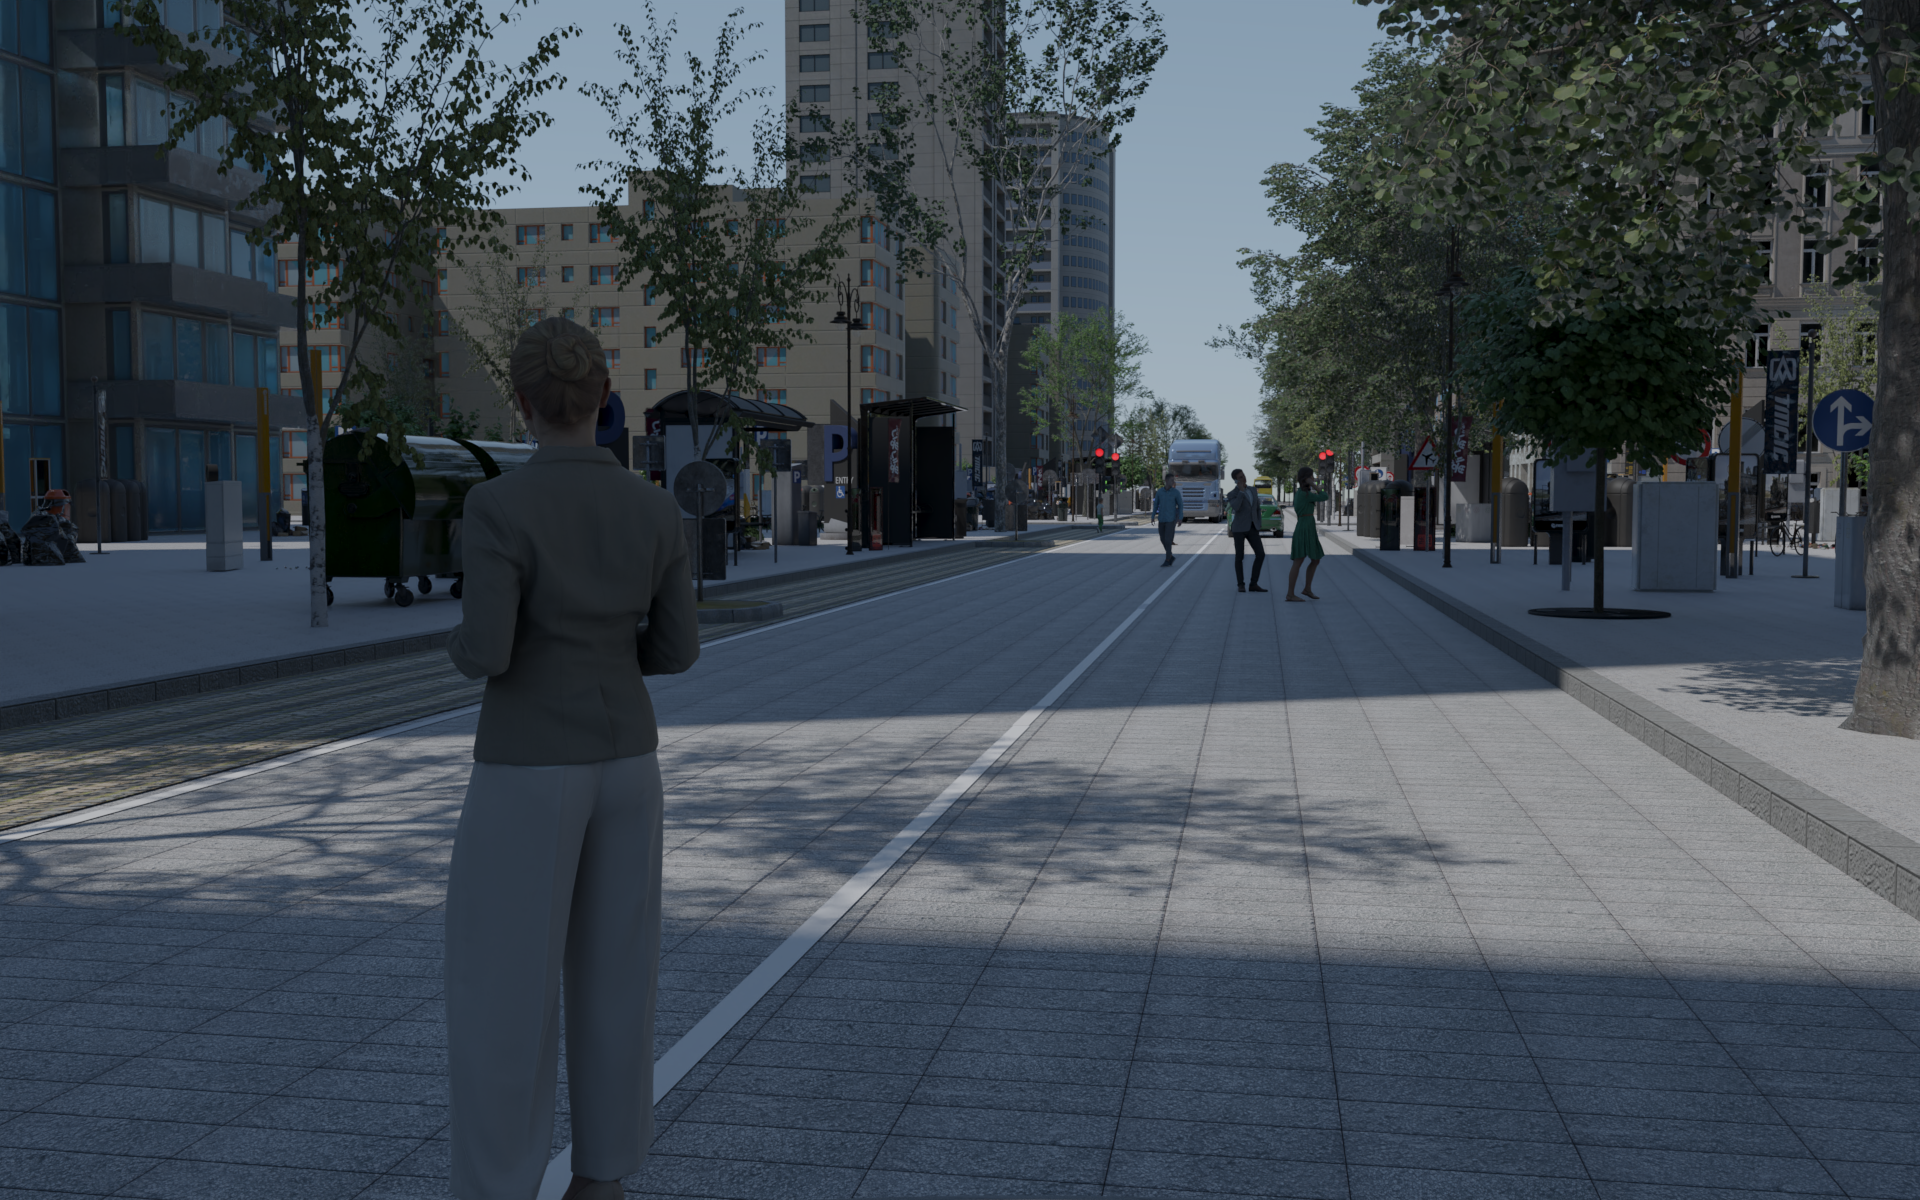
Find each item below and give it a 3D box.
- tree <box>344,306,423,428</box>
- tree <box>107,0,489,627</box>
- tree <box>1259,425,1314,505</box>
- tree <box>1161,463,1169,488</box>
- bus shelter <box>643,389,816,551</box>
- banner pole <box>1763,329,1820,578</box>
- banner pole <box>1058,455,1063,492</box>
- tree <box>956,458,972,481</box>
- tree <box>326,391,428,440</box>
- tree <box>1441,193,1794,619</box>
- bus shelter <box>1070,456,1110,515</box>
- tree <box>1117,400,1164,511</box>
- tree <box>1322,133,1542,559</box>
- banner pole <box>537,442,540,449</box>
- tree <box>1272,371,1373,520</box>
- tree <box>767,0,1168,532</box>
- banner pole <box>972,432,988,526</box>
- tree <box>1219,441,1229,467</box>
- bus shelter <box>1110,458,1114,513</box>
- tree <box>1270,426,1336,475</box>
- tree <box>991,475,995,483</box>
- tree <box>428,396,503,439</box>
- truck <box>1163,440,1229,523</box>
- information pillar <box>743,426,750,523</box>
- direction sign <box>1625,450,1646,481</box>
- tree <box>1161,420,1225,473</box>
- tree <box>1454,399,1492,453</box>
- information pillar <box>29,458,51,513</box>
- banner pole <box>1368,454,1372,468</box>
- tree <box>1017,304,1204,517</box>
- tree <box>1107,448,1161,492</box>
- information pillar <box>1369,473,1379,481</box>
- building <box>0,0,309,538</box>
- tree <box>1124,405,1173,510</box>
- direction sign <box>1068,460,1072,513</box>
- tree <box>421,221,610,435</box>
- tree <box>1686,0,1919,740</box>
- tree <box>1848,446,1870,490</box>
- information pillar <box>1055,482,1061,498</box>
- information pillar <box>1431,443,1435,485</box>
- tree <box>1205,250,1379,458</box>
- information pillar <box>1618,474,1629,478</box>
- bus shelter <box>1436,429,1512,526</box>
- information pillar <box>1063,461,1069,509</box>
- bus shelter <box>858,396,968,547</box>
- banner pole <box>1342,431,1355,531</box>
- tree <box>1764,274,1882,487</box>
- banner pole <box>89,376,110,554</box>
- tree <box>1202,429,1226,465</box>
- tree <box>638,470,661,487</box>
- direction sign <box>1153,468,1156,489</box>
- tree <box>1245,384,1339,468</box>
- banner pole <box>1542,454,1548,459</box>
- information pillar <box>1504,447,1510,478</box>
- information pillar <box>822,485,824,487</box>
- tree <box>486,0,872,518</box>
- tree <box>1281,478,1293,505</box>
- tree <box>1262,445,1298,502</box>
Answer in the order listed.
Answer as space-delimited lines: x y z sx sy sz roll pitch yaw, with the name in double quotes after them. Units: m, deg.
-21.663 -7.140 67.103 4.360 8.622 3.978 0 3 0 "tree"
-5.960 -4.046 16.518 4.737 8.622 4.395 0 3 0 "tree"
37.396 -16.914 194.664 7.486 12.596 7.792 0 3 0 "tree"
17.876 -10.704 158.726 4.285 4.588 4.351 0 3 0 "tree"
-4.683 -2.584 36.173 2.014 3.302 5.546 1 4 10 "bus shelter"
12.727 -2.231 26.488 0.863 3.779 0.401 1 4 18 "banner pole"
6.488 -7.438 111.632 0.401 3.779 0.863 2 4 28 "banner pole"
0.336 -10.426 154.173 4.285 4.588 4.351 0 3 0 "tree"
-17.405 -4.151 51.590 4.285 4.588 4.351 0 3 0 "tree"
6.870 -2.112 18.251 4.285 4.588 4.351 0 3 0 "tree"
8.072 -7.166 108.453 1.731 3.624 6.357 1 4 10 "bus shelter"
13.484 -11.169 132.976 4.360 8.622 3.978 0 3 0 "tree"
9.445 -5.129 34.223 4.360 8.622 3.978 0 3 0 "tree"
-17.682 -4.988 71.568 0.863 3.779 0.401 1 4 13 "banner pole"
19.847 -8.786 94.007 4.737 8.622 4.395 0 3 0 "tree"
0.336 -12.419 58.946 12.611 20.169 13.585 0 3 0 "tree"
0.852 -4.869 69.630 0.863 3.779 0.401 -1 4 -19 "banner pole"
22.437 -15.867 185.184 9.928 11.665 9.643 0 3 0 "tree"
9.627 -7.670 116.694 1.731 3.624 6.357 1 4 10 "bus shelter"
35.267 -14.793 176.275 7.601 10.594 8.767 -2 4 -34 "tree"
3.030 -9.507 150.039 1.663 3.219 1.824 0 3 0 "tree"
-10.014 -2.431 34.344 1.663 3.219 1.824 0 3 0 "tree"
12.729 -6.215 91.372 2.967 4.110 18.799 1 4 10 "truck"
-7.091 -4.052 57.610 0.183 3.616 0.504 1 4 9 "information pillar"
29.253 -5.078 75.015 0.876 3.537 0.379 2 4 29 "direction sign"
27.731 -16.913 210.933 8.767 10.594 7.601 -2 4 -26 "tree"
29.118 -8.816 94.507 4.737 8.622 4.395 0 3 0 "tree"
-18.830 -1.896 35.491 0.304 2.012 0.304 3 5 42 "information pillar"
25.794 -7.303 109.416 0.863 3.779 0.401 -2 4 -33 "banner pole"
6.949 -10.420 96.121 9.928 11.665 9.643 0 3 0 "tree"
11.717 -8.478 122.329 4.285 4.588 4.351 0 3 0 "tree"
14.216 -3.365 59.506 0.304 2.012 0.304 1 4 9 "information pillar"
-38.460 -26.540 53.532 30.456 49.044 23.786 1 4 10 "building"
15.657 -11.723 142.027 4.737 8.622 4.395 0 3 0 "tree"
7.390 -7.533 115.166 0.379 3.537 0.876 2 4 32 "direction sign"
-11.854 -5.921 47.179 4.360 8.622 3.978 0 3 0 "tree"
5.250 -6.251 8.860 9.857 13.997 8.962 0 3 0 "tree"
23.048 -2.985 43.413 1.663 3.219 1.824 0 3 0 "tree"
5.815 -5.986 102.356 0.304 2.012 0.304 1 4 15 "information pillar"
21.611 -5.409 79.797 0.504 3.616 0.183 0 4 3 "information pillar"
25.758 -17.059 134.809 12.611 20.169 13.585 0 3 0 "tree"
24.779 -3.687 64.770 0.304 2.012 0.304 -2 4 -24 "information pillar"
16.708 -3.846 56.800 2.014 3.302 5.546 1 4 10 "bus shelter"
7.358 -8.045 122.895 0.183 3.616 0.504 -1 4 -16 "information pillar"
-1.142 -3.274 44.805 1.731 3.624 6.357 1 4 10 "bus shelter"
13.629 -4.302 60.356 0.401 3.779 0.863 2 4 31 "banner pole"
28.548 -6.476 56.252 4.737 8.622 4.395 0 3 0 "tree"
-18.192 -2.854 36.674 0.863 3.779 0.401 3 5 45 "banner pole"
42.042 -23.247 298.206 7.486 12.596 7.792 0 3 0 "tree"
-16.965 -6.025 93.115 1.663 3.219 1.824 0 3 0 "tree"
17.241 -9.876 153.467 0.379 3.537 0.876 0 4 -7 "direction sign"
31.314 -15.168 158.360 12.009 13.543 11.850 0 3 0 "tree"
13.175 -2.959 38.404 0.863 3.779 0.401 -2 4 -29 "banner pole"
26.474 -5.667 84.011 0.504 3.616 0.183 -2 4 -35 "information pillar"
-7.327 -6.268 93.839 0.183 3.616 0.504 -3 4 -38 "information pillar"
-3.809 -4.658 26.525 4.737 8.622 4.395 0 3 0 "tree"
48.695 -16.041 256.868 1.663 3.219 1.824 0 3 0 "tree"
51.930 -21.466 276.727 9.928 11.665 9.643 0 3 0 "tree"
